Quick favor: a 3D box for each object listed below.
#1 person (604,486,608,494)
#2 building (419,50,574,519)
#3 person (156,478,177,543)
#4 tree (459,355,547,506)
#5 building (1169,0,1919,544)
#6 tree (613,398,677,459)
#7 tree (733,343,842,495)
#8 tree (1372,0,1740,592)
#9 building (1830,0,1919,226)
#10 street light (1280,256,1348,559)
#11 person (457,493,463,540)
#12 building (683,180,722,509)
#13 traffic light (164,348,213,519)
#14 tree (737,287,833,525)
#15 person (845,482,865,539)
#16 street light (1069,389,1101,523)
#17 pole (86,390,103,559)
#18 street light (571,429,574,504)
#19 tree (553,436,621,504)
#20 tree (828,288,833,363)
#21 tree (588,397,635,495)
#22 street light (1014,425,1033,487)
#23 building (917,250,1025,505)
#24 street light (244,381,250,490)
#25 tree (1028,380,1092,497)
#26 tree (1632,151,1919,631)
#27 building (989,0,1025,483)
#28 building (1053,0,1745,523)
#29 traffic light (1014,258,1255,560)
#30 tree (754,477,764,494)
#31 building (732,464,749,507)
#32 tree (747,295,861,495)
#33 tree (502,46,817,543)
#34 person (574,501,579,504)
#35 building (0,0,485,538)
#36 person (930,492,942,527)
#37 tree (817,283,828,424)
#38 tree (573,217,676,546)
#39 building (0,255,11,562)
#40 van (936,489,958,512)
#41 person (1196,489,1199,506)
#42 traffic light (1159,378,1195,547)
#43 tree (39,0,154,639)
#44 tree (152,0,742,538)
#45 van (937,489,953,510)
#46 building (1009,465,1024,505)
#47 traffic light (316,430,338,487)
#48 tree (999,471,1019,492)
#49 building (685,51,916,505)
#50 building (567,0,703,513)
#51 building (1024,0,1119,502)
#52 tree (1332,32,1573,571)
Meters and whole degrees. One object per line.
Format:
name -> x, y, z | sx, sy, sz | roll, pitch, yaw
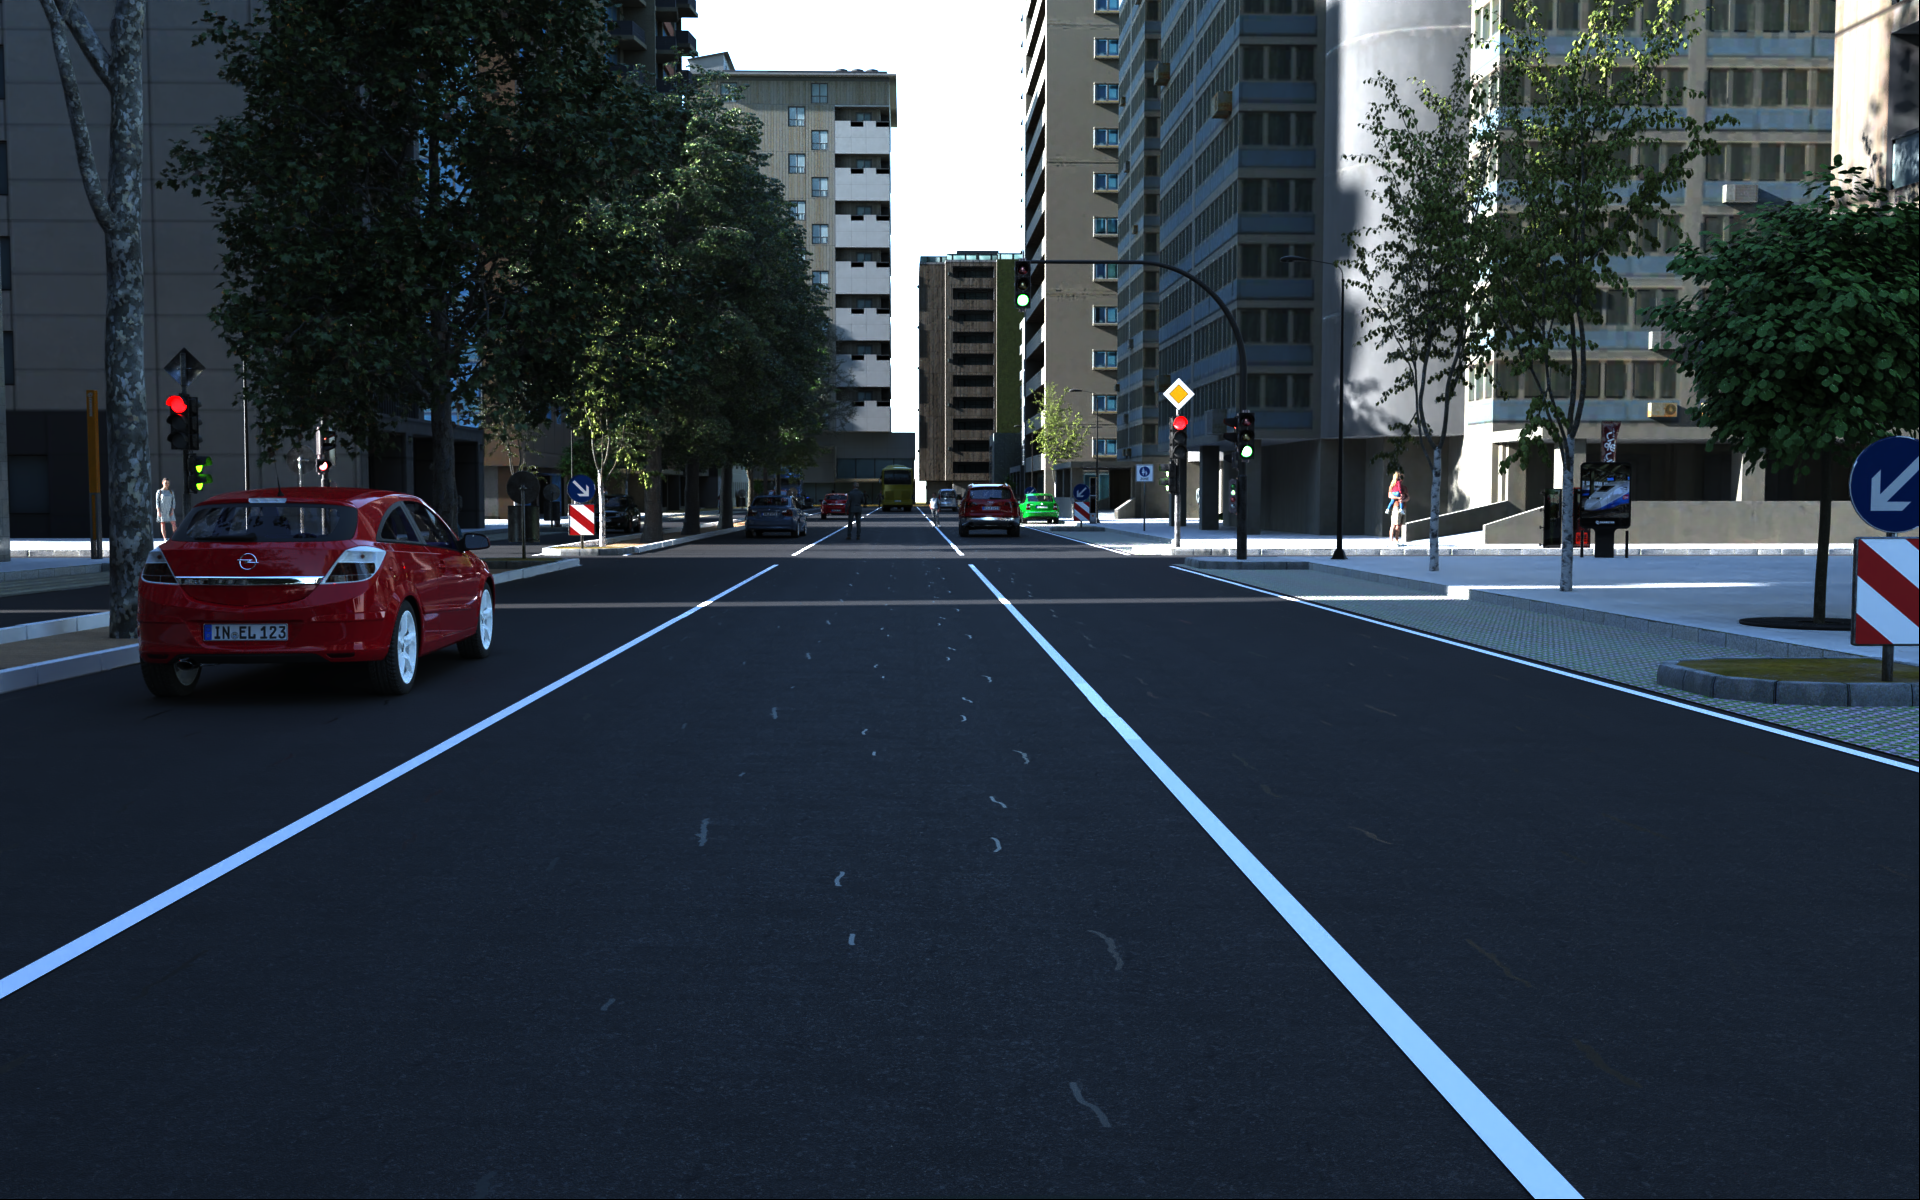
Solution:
person -> -19.190, -5.321, 93.786 | 0.466, 1.731, 0.760 | 3, 4, 38
building -> -29.212, -27.073, 92.754 | 14.600, 45.320, 14.200 | 0, 4, -2
person -> -20.544, -2.312, 44.844 | 0.512, 1.701, 0.522 | -3, 5, -41
tree -> -18.964, -7.520, 73.314 | 4.360, 8.622, 3.978 | 0, 3, 0
building -> 19.882, -22.482, 59.469 | 23.993, 40.220, 32.217 | 0, 4, -2
tree -> -20.066, -10.837, 111.592 | 7.601, 10.594, 8.767 | -1, 4, -19
tree -> -10.867, -11.120, 102.402 | 7.486, 12.596, 7.792 | 0, 3, 0
tree -> 7.781, -4.424, 22.696 | 4.737, 8.622, 4.395 | 0, 3, 0
building -> 19.081, -20.586, 20.179 | 14.154, 41.232, 14.086 | 0, 4, -2
street light -> 6.934, -3.755, 33.940 | 1.470, 5.913, 1.316 | 0, 4, -2
person -> -15.051, -2.618, 51.283 | 0.713, 1.824, 0.794 | -1, 4, -16
building -> -28.620, -23.258, 151.968 | 14.160, 30.474, 14.107 | 0, 4, -2
traffic light -> -14.847, -2.711, 33.249 | 0.839, 4.253, 0.868 | 0, 4, -2
tree -> -9.721, -9.327, 80.714 | 9.928, 11.665, 9.643 | 0, 3, 0
person -> -3.351, -2.819, 54.771 | 0.661, 1.801, 0.590 | -2, 4, -25
street light -> 5.536, -6.375, 76.764 | 1.470, 5.913, 1.316 | 0, 4, -2
pole -> -17.033, -2.461, 34.079 | 0.158, 3.312, 0.155 | 0, 3, 0
street light -> -17.836, -6.701, 82.102 | 1.470, 5.913, 1.316 | 0, 4, -2
tree -> -19.263, -6.451, 89.191 | 4.285, 4.588, 4.351 | 0, 3, 0
tree -> -9.570, -9.858, 70.286 | 9.857, 13.997, 8.962 | 0, 3, 0
tree -> -19.553, -9.158, 100.088 | 4.360, 8.622, 3.978 | 0, 3, 0
street light -> 4.349, -8.838, 117.045 | 1.470, 5.913, 1.316 | 0, 4, -2
building -> 1.949, -26.710, 208.414 | 14.107, 30.474, 14.160 | 0, 4, -2
street light -> -16.693, -4.237, 41.820 | 1.470, 5.913, 1.316 | 0, 4, -2
tree -> 6.240, -9.847, 111.354 | 4.737, 8.622, 4.395 | 0, 3, 0
tree -> 8.314, -2.023, 16.791 | 4.285, 4.588, 4.351 | 0, 3, 0
building -> 14.920, -52.759, 175.281 | 22.319, 86.520, 31.000 | 0, 4, -2
building -> 21.790, -24.749, 96.524 | 32.217, 40.220, 23.993 | 0, 4, -2
traffic light -> 3.416, -3.611, 33.701 | 4.771, 5.953, 1.251 | 0, 4, -2
tree -> -22.425, -12.151, 193.266 | 1.663, 3.219, 1.824 | 0, 3, 0
building -> -37.098, -20.304, 177.005 | 28.899, 21.520, 27.650 | 0, 4, -2
tree -> -10.319, -10.940, 91.692 | 12.009, 13.543, 11.850 | 0, 3, 0
tree -> -9.027, -8.642, 50.417 | 9.857, 13.997, 8.962 | 0, 3, 0
person -> -22.932, -5.957, 103.554 | 0.709, 1.813, 0.853 | 1, 4, 20
building -> -27.952, -37.919, 58.233 | 20.563, 71.187, 20.611 | 0, 4, -2
person -> -1.045, -3.941, 75.527 | 0.503, 1.515, 0.523 | -1, 4, -18
tree -> -9.429, -9.250, 60.347 | 9.857, 13.997, 8.962 | 0, 3, 0
tree -> -8.964, -5.528, 43.195 | 4.737, 8.622, 4.395 | 0, 3, 0
building -> -26.317, -10.530, 26.916 | 16.860, 20.320, 10.420 | 0, 4, -2
van -> -1.078, -8.281, 142.404 | 2.013, 2.044, 4.112 | 0, 4, -3
person -> 10.888, -4.371, 77.601 | 0.635, 1.810, 0.391 | 2, 4, 29
traffic light -> 5.251, -3.240, 41.889 | 0.839, 4.253, 0.868 | 0, 4, -2
tree -> -9.476, -9.731, 17.452 | 12.611, 20.169, 13.585 | 0, 3, 0
tree -> -8.684, -6.693, 28.901 | 9.611, 12.733, 9.660 | 0, 3, 0
van -> -1.207, -8.732, 149.776 | 2.013, 2.044, 4.112 | 0, 4, -2
building -> 15.156, -43.481, 149.158 | 20.563, 71.187, 20.611 | 0, 4, -2
traffic light -> -13.012, -4.077, 41.331 | 4.771, 5.953, 1.251 | 0, 4, -2
tree -> 4.018, -9.242, 145.705 | 1.663, 3.219, 1.824 | 0, 3, 0
building -> -19.393, -38.322, 215.805 | 27.495, 52.752, 28.713 | 0, 4, -2
building -> -31.440, -29.062, 129.787 | 22.147, 44.769, 28.867 | 0, 4, -2
building -> 16.181, -30.893, 128.805 | 21.300, 48.544, 21.600 | 0, 4, -2
tree -> 8.074, -4.796, 28.781 | 4.360, 8.622, 3.978 | 0, 3, 0
